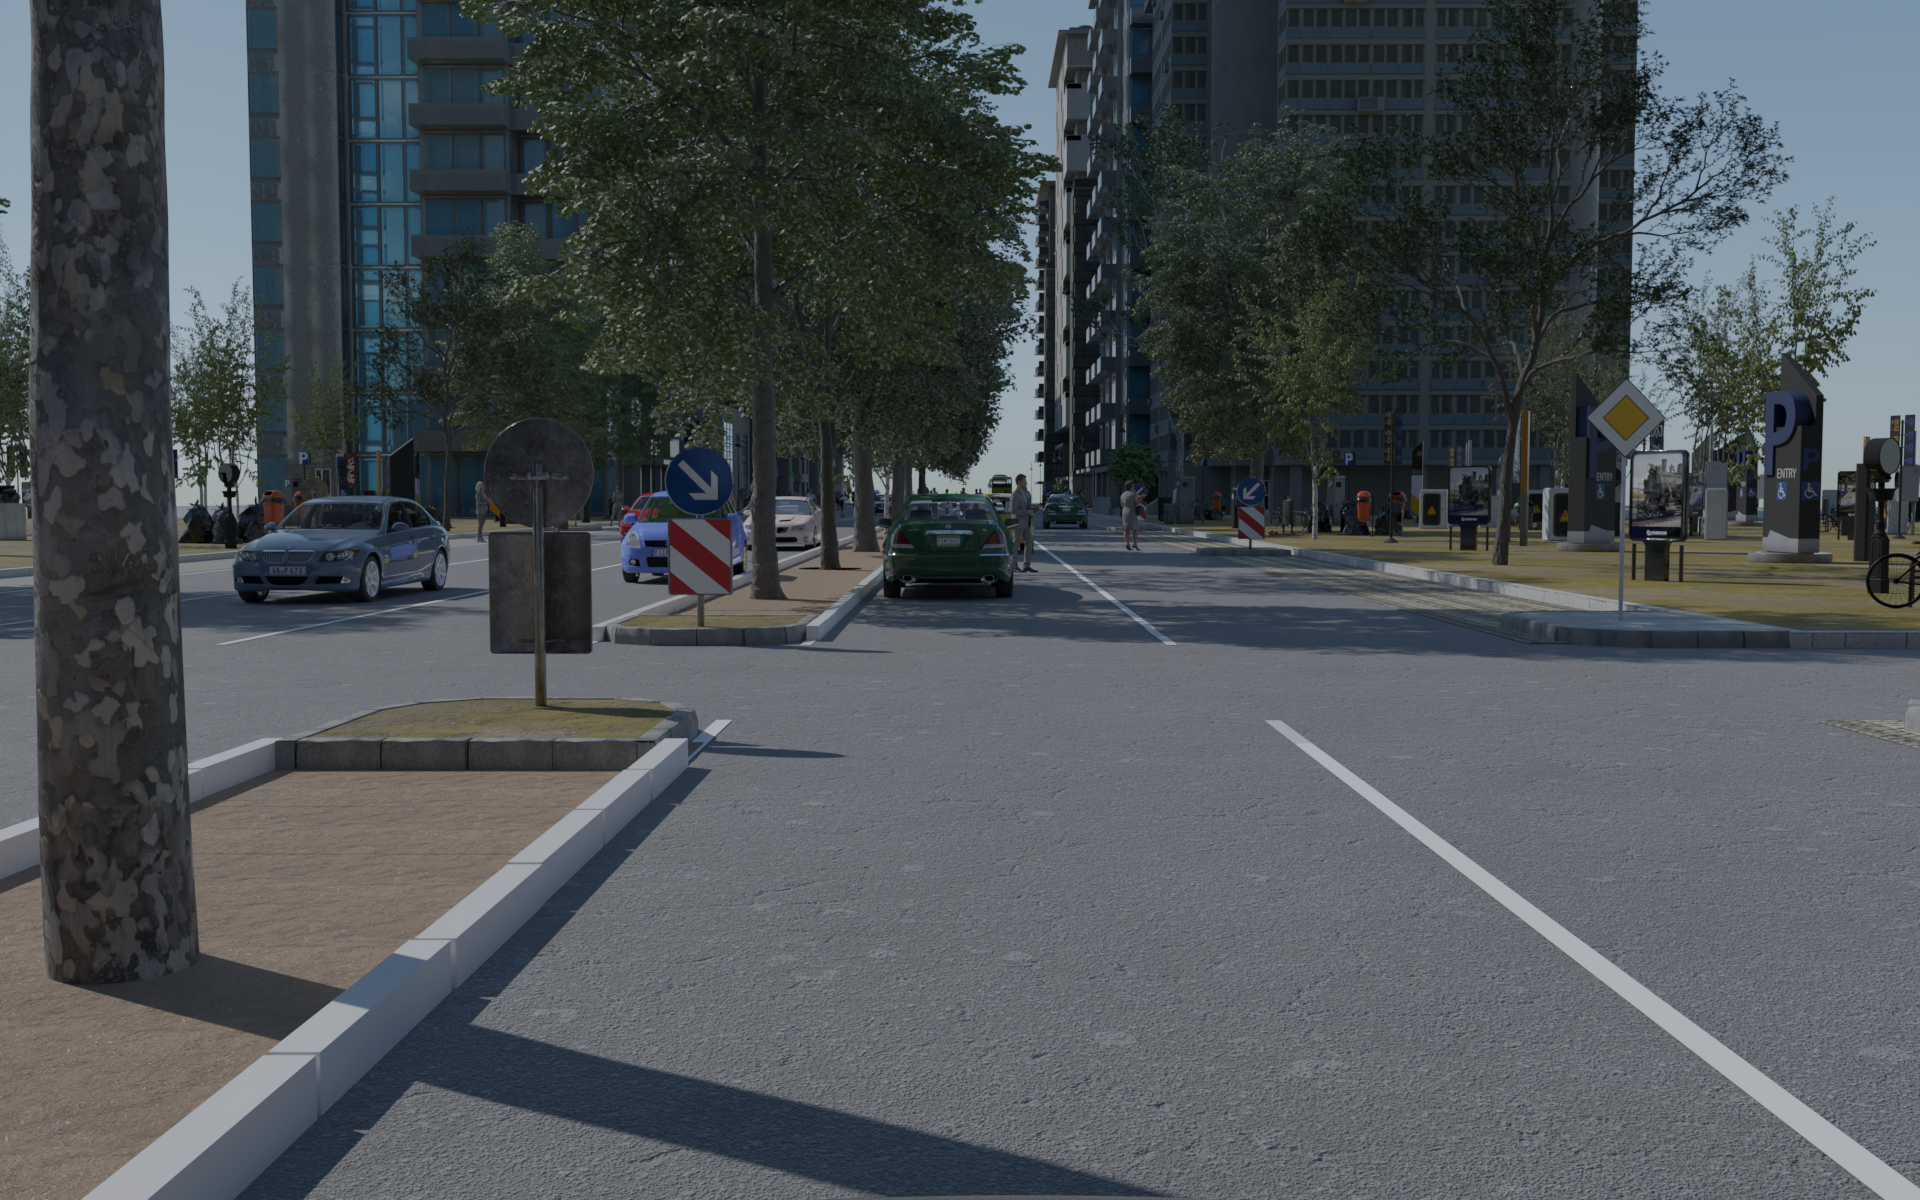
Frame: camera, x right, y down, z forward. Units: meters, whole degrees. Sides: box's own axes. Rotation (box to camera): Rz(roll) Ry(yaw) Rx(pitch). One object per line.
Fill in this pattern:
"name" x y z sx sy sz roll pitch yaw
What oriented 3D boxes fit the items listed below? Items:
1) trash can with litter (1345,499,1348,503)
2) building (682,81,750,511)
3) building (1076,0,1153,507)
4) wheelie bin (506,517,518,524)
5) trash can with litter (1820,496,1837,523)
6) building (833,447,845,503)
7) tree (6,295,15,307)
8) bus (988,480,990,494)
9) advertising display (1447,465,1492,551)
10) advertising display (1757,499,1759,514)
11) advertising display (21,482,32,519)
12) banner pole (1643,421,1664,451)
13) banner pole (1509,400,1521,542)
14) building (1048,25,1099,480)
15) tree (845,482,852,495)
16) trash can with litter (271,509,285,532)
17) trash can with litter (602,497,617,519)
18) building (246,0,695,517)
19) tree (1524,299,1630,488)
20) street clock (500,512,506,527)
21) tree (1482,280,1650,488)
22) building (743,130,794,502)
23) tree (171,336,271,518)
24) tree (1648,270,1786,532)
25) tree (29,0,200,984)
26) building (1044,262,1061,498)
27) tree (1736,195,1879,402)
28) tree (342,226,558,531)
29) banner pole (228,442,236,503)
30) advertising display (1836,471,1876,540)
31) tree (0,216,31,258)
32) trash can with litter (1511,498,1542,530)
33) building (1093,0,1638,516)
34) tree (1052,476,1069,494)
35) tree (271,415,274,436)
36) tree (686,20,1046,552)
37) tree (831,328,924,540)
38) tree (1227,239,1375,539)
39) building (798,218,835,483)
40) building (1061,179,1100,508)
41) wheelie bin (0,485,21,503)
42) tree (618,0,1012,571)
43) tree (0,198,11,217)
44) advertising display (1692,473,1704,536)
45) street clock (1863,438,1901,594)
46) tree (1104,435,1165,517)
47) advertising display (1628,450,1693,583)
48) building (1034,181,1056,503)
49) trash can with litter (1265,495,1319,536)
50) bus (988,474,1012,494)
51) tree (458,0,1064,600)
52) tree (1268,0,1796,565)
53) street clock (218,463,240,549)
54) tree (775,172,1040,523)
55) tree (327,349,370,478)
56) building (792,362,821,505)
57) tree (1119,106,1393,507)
"trash can with litter" 18.890 -4.587 86.389 0.624 1.170 1.055 3 4 37
"building" -28.031 -50.411 136.890 22.319 86.520 31.000 0 4 0
"building" 21.765 -31.715 138.150 23.786 49.044 30.456 0 4 0
"wheelie bin" -19.341 -4.068 74.416 0.693 1.594 0.980 -3 5 -43
"trash can with litter" 39.446 -4.117 78.366 2.233 1.210 1.678 -3 5 -42
"building" -23.686 -34.125 241.545 14.154 41.232 14.086 0 4 0
"tree" -35.620 -7.008 64.935 4.737 8.622 4.395 0 3 0
"bus" 5.388 -15.588 246.409 2.896 3.916 12.252 0 4 1
"advertising display" 11.559 -2.085 39.306 0.974 1.923 0.123 3 4 36
"advertising display" 40.668 -5.125 89.000 0.974 1.923 0.123 -2 4 -25
"advertising display" -48.726 -5.234 90.792 0.974 1.923 0.123 1 4 13
"banner pole" 20.805 -3.801 52.161 0.401 3.779 0.863 -3 4 -38
"banner pole" 14.864 -3.454 46.482 0.401 3.779 0.863 3 5 39
"building" 24.742 -37.011 194.372 28.713 52.752 27.495 0 4 0
"tree" -16.068 -15.721 251.645 1.663 3.219 1.824 0 3 0
"trash can with litter" -20.737 -2.487 51.720 1.678 1.210 2.233 1 4 20
"trash can with litter" -17.963 -4.763 89.266 0.624 1.170 1.055 2 4 24
"building" -28.994 -29.832 107.369 23.786 49.044 30.456 0 4 0
"tree" 23.332 -7.086 66.221 4.737 8.622 4.395 0 3 0
"street clock" -17.801 -3.843 67.406 0.471 2.002 0.358 1 4 14
"tree" 20.055 -6.619 58.584 4.360 8.622 3.978 0 3 0
"building" -23.325 -29.216 161.276 14.154 41.232 14.086 0 4 0
"tree" -35.156 -7.928 79.987 4.360 8.622 3.978 0 3 0
"tree" 25.069 -6.574 57.853 4.360 8.622 3.978 0 3 0
"tree" -1.322 -8.894 3.758 12.611 20.169 13.585 0 3 0
"building" 17.402 -27.182 216.131 14.160 30.474 14.107 0 4 0
"tree" 20.524 -5.671 43.083 4.737 8.622 4.395 0 3 0
"tree" -17.411 -7.653 59.546 7.601 10.594 8.767 -2 4 -33
"banner pole" -35.204 -5.735 83.790 0.401 3.779 0.863 -3 5 -43
"advertising display" 24.816 -2.615 47.967 0.974 1.923 0.123 3 5 44
"tree" -24.099 -5.759 44.522 4.360 8.622 3.978 0 3 0
"trash can with litter" 20.304 -3.073 61.629 1.055 1.170 0.624 -1 4 -16
"building" 25.200 -25.639 111.077 32.217 40.220 23.993 0 4 0
"tree" 10.564 -11.330 179.854 1.663 3.219 1.824 0 3 0
"tree" -37.945 -8.586 90.744 4.360 8.622 3.978 0 3 0
"tree" -2.317 -8.147 42.317 9.857 13.997 8.962 0 3 0
"tree" -2.224 -6.044 51.632 4.737 8.622 4.395 0 3 0
"tree" 9.905 -6.033 49.005 4.737 8.622 4.395 0 3 0
"building" -27.495 -34.529 219.174 22.147 44.769 28.867 0 4 0
"building" 17.131 -23.810 160.989 14.160 30.474 14.107 0 4 0
"wheelie bin" -33.892 -3.286 61.631 0.693 1.594 0.980 2 4 30
"tree" -2.560 -6.373 32.417 9.928 11.665 9.643 0 3 0
"tree" -18.578 -6.602 26.064 7.486 12.596 7.792 0 3 0
"advertising display" 22.283 -2.897 52.572 0.974 1.923 0.123 -3 5 -42
"street clock" 11.893 -1.089 22.375 0.471 2.002 0.358 -2 4 -30
"tree" 9.702 -6.878 96.173 4.285 4.588 4.351 0 3 0
"advertising display" 10.268 -1.239 25.471 0.123 1.923 0.974 -2 4 -28
"building" 21.453 -35.635 237.256 22.147 44.769 28.867 0 4 0
"trash can with litter" 10.136 -2.632 54.091 1.678 1.210 2.233 -1 4 -19
"bus" 5.053 -13.762 216.548 2.896 3.916 12.252 0 4 0
"tree" -2.536 -6.248 22.737 7.486 12.596 7.792 0 3 0
"tree" 9.733 -5.886 30.650 8.767 10.594 7.601 0 4 1
"street clock" -17.114 -2.204 40.598 0.471 2.002 0.358 2 4 25
"tree" -2.123 -8.520 58.768 9.611 12.733 9.660 0 3 0
"tree" -32.238 -8.445 88.444 4.737 8.622 4.395 0 3 0
"building" -29.977 -21.159 190.985 27.650 21.520 28.899 0 4 0
"tree" 10.054 -9.305 58.793 9.857 13.997 8.962 0 3 0
